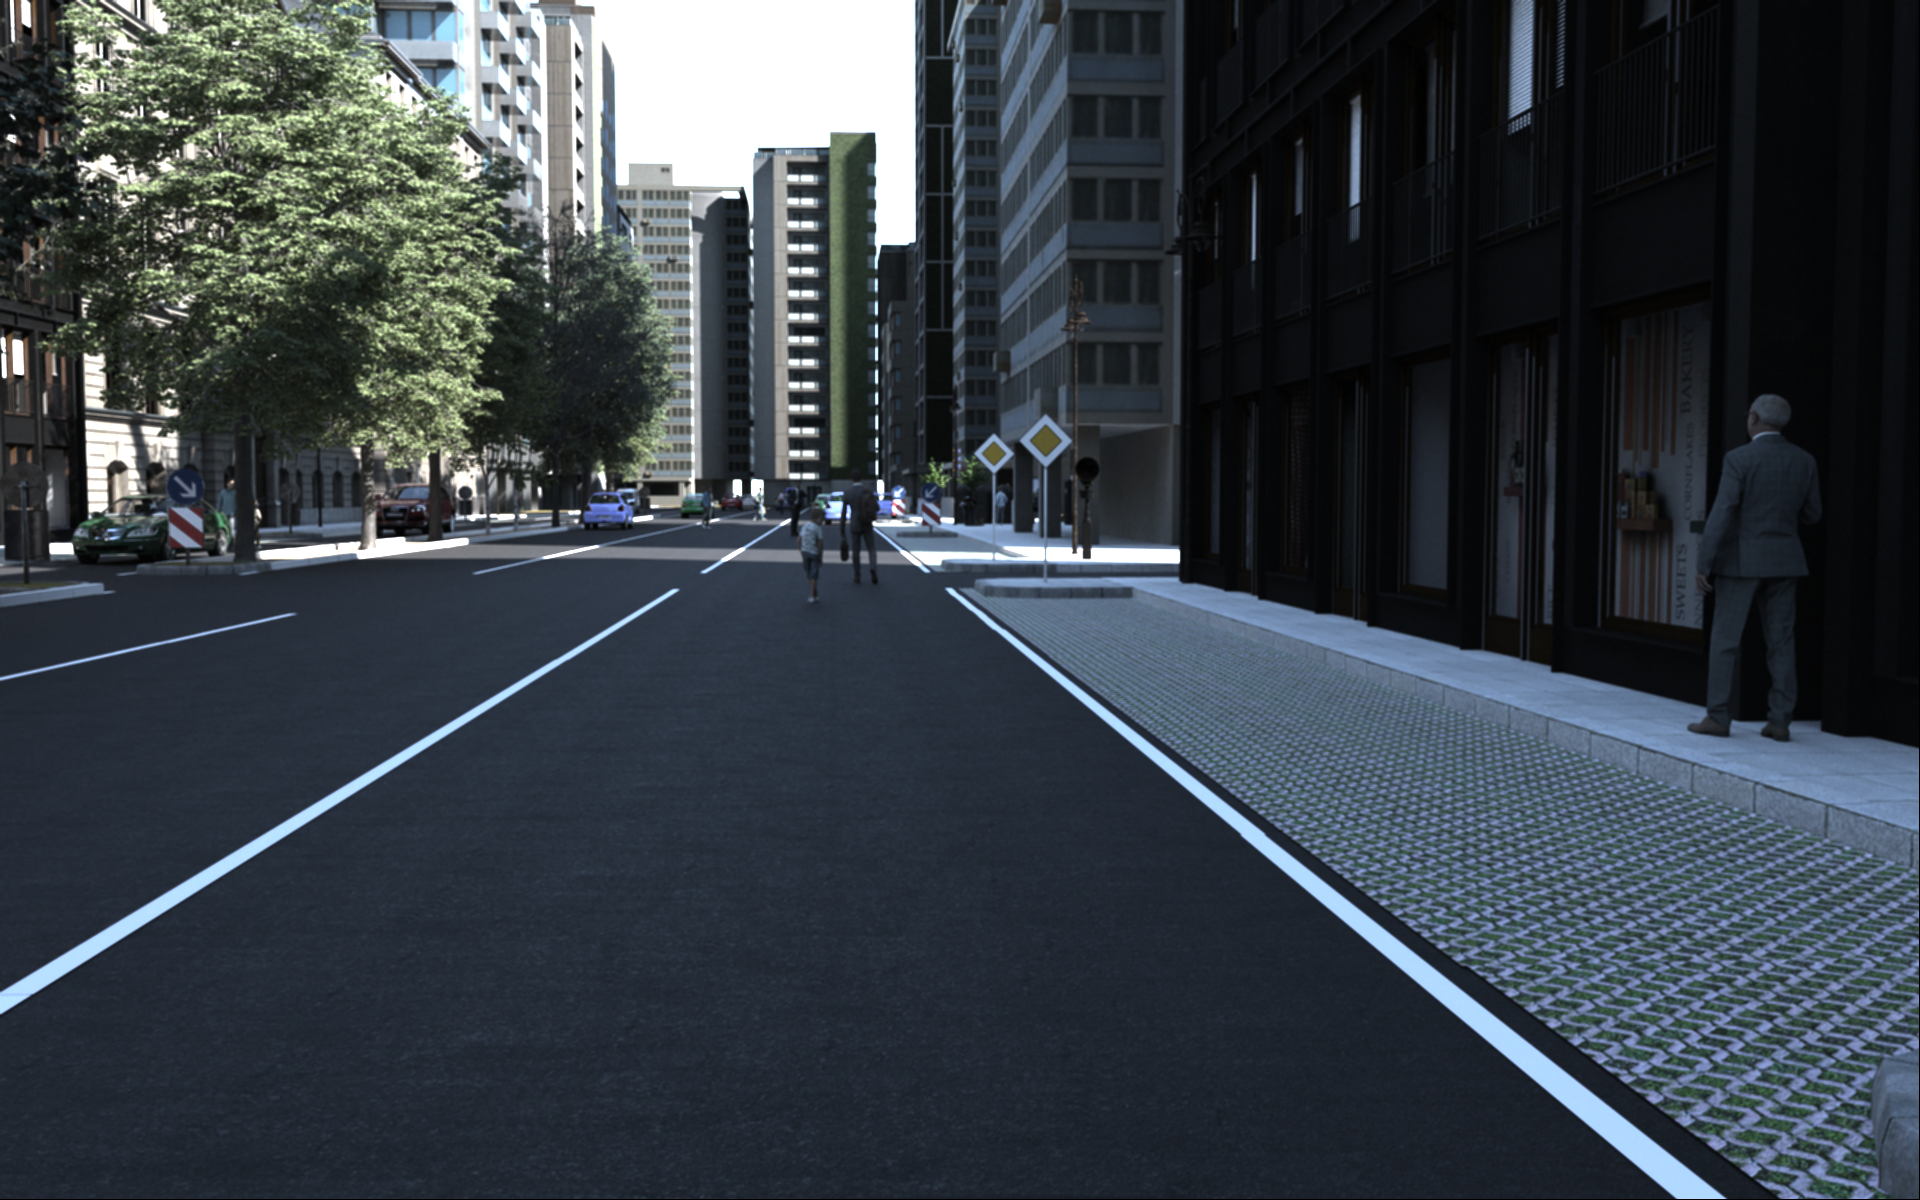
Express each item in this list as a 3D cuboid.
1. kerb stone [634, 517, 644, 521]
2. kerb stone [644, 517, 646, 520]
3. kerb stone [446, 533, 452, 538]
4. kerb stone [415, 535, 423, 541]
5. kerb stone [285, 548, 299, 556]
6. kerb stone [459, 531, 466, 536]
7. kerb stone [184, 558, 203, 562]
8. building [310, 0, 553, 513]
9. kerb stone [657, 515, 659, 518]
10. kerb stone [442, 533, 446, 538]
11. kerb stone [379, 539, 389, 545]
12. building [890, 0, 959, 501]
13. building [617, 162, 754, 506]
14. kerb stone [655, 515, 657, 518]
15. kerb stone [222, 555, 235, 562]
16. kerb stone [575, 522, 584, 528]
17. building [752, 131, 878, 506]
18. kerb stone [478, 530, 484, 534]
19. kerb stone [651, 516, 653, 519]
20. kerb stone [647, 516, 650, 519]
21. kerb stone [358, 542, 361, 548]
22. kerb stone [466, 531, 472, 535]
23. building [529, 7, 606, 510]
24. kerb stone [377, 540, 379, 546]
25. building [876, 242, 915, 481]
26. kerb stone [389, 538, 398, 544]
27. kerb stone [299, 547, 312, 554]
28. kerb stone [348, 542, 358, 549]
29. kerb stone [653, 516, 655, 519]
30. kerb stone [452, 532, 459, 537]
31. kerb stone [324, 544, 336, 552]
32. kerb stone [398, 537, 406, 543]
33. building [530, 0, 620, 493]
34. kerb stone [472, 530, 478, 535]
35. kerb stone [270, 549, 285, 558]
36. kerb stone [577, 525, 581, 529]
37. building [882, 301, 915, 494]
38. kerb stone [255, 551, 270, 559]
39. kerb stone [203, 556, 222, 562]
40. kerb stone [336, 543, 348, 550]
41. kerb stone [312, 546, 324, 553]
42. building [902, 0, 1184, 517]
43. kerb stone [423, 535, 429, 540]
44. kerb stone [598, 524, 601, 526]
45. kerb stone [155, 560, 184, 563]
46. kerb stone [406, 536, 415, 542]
[{"bbox_3d":[-17.491,-4.415,94.375,0.120,0.150,1.000,0,4,-4],"label":"kerb stone"},{"bbox_3d":[-17.574,-4.477,95.394,0.120,0.150,1.000,0,4,-4],"label":"kerb stone"},{"bbox_3d":[-16.797,-2.088,56.452,0.120,0.150,1.000,0,4,-4],"label":"kerb stone"},{"bbox_3d":[-16.480,-1.844,52.350,0.120,0.150,1.000,0,4,-4],"label":"kerb stone"},{"bbox_3d":[-15.580,-1.094,40.085,0.120,0.150,1.000,0,4,-4],"label":"kerb stone"},{"bbox_3d":[-16.949,-2.220,58.497,0.120,0.150,1.000,0,4,-4],"label":"kerb stone"},{"bbox_3d":[-15.125,-0.719,33.947,0.120,0.150,1.000,0,4,-4],"label":"kerb stone"},{"bbox_3d":[-41.535,-30.588,119.727,23.786,49.044,30.456,0,4,-4],"label":"building"},{"bbox_3d":[-18.100,-4.913,102.550,0.120,0.150,1.000,0,4,-4],"label":"kerb stone"},{"bbox_3d":[-16.718,-2.033,55.429,0.120,0.150,1.000,0,4,-4],"label":"kerb stone"},{"bbox_3d":[-16.181,-1.594,48.270,0.120,0.150,1.000,0,4,-4],"label":"kerb stone"},{"bbox_3d":[4.697,-43.158,143.893,20.563,71.187,20.611,0,4,-4],"label":"building"},{"bbox_3d":[-36.501,-31.417,205.556,23.993,40.220,32.217,0,4,-4],"label":"building"},{"bbox_3d":[-18.032,-4.852,101.530,0.120,0.150,1.000,0,4,-4],"label":"kerb stone"},{"bbox_3d":[-15.281,-0.842,35.991,0.120,0.150,1.000,0,4,-4],"label":"kerb stone"},{"bbox_3d":[-15.832,-3.040,71.899,0.120,0.150,1.000,0,4,-4],"label":"kerb stone"},{"bbox_3d":[-16.544,-31.464,198.024,14.086,41.232,14.154,0,4,-4],"label":"building"},{"bbox_3d":[-17.173,-2.407,61.564,0.120,0.150,1.000,0,4,-4],"label":"kerb stone"},{"bbox_3d":[-17.876,-4.727,99.487,0.120,0.150,1.000,0,4,-4],"label":"kerb stone"},{"bbox_3d":[-17.723,-4.602,97.434,0.120,0.150,1.000,0,4,-4],"label":"kerb stone"},{"bbox_3d":[-16.035,-1.461,46.229,0.120,0.150,1.000,0,4,-4],"label":"kerb stone"},{"bbox_3d":[-17.021,-2.283,59.521,0.120,0.150,1.000,0,4,-4],"label":"kerb stone"},{"bbox_3d":[-37.437,-28.092,142.905,14.154,41.232,14.086,0,4,-4],"label":"building"},{"bbox_3d":[-16.112,-1.532,47.250,0.120,0.150,1.000,0,4,-4],"label":"kerb stone"},{"bbox_3d":[-2.446,-26.126,198.863,14.107,30.474,14.160,0,4,-4],"label":"building"},{"bbox_3d":[-16.266,-1.657,49.288,0.120,0.150,1.000,0,4,-4],"label":"kerb stone"},{"bbox_3d":[-15.659,-1.149,41.109,0.120,0.150,1.000,0,4,-4],"label":"kerb stone"},{"bbox_3d":[-15.963,-1.407,45.193,0.120,0.150,1.000,0,4,-4],"label":"kerb stone"},{"bbox_3d":[-17.952,-4.790,100.507,0.120,0.150,1.000,0,4,-4],"label":"kerb stone"},{"bbox_3d":[-16.871,-2.158,57.476,0.120,0.150,1.000,0,4,-4],"label":"kerb stone"},{"bbox_3d":[-15.814,-1.281,43.153,0.120,0.150,1.000,0,4,-4],"label":"kerb stone"},{"bbox_3d":[-16.339,-1.717,50.308,0.120,0.150,1.000,0,4,-4],"label":"kerb stone"},{"bbox_3d":[-38.863,-31.001,156.984,14.600,45.320,14.200,0,4,-4],"label":"building"},{"bbox_3d":[-17.097,-2.345,60.540,0.120,0.150,1.000,0,4,-4],"label":"kerb stone"},{"bbox_3d":[-15.512,-1.032,39.061,0.120,0.150,1.000,0,4,-4],"label":"kerb stone"},{"bbox_3d":[-15.757,-2.978,70.880,0.120,0.150,1.000,0,4,-4],"label":"kerb stone"},{"bbox_3d":[6.562,-19.898,170.379,27.650,21.520,28.899,0,4,-4],"label":"building"},{"bbox_3d":[-15.433,-0.968,38.030,0.120,0.150,1.000,0,4,-4],"label":"kerb stone"},{"bbox_3d":[-15.192,-0.781,34.967,0.120,0.150,1.000,0,4,-4],"label":"kerb stone"},{"bbox_3d":[-15.887,-1.344,44.172,0.120,0.150,1.000,0,4,-4],"label":"kerb stone"},{"bbox_3d":[-15.732,-1.213,42.133,0.120,0.150,1.000,0,4,-4],"label":"kerb stone"},{"bbox_3d":[12.197,-26.361,122.884,32.217,40.220,23.993,0,4,-4],"label":"building"},{"bbox_3d":[-16.572,-1.907,53.377,0.120,0.150,1.000,0,4,-4],"label":"kerb stone"},{"bbox_3d":[-16.217,-3.352,76.999,0.120,0.150,1.000,0,4,-4],"label":"kerb stone"},{"bbox_3d":[-15.052,-0.656,32.927,0.120,0.150,1.000,0,4,-4],"label":"kerb stone"},{"bbox_3d":[-16.419,-1.782,51.329,0.120,0.150,1.000,0,4,-4],"label":"kerb stone"}]
